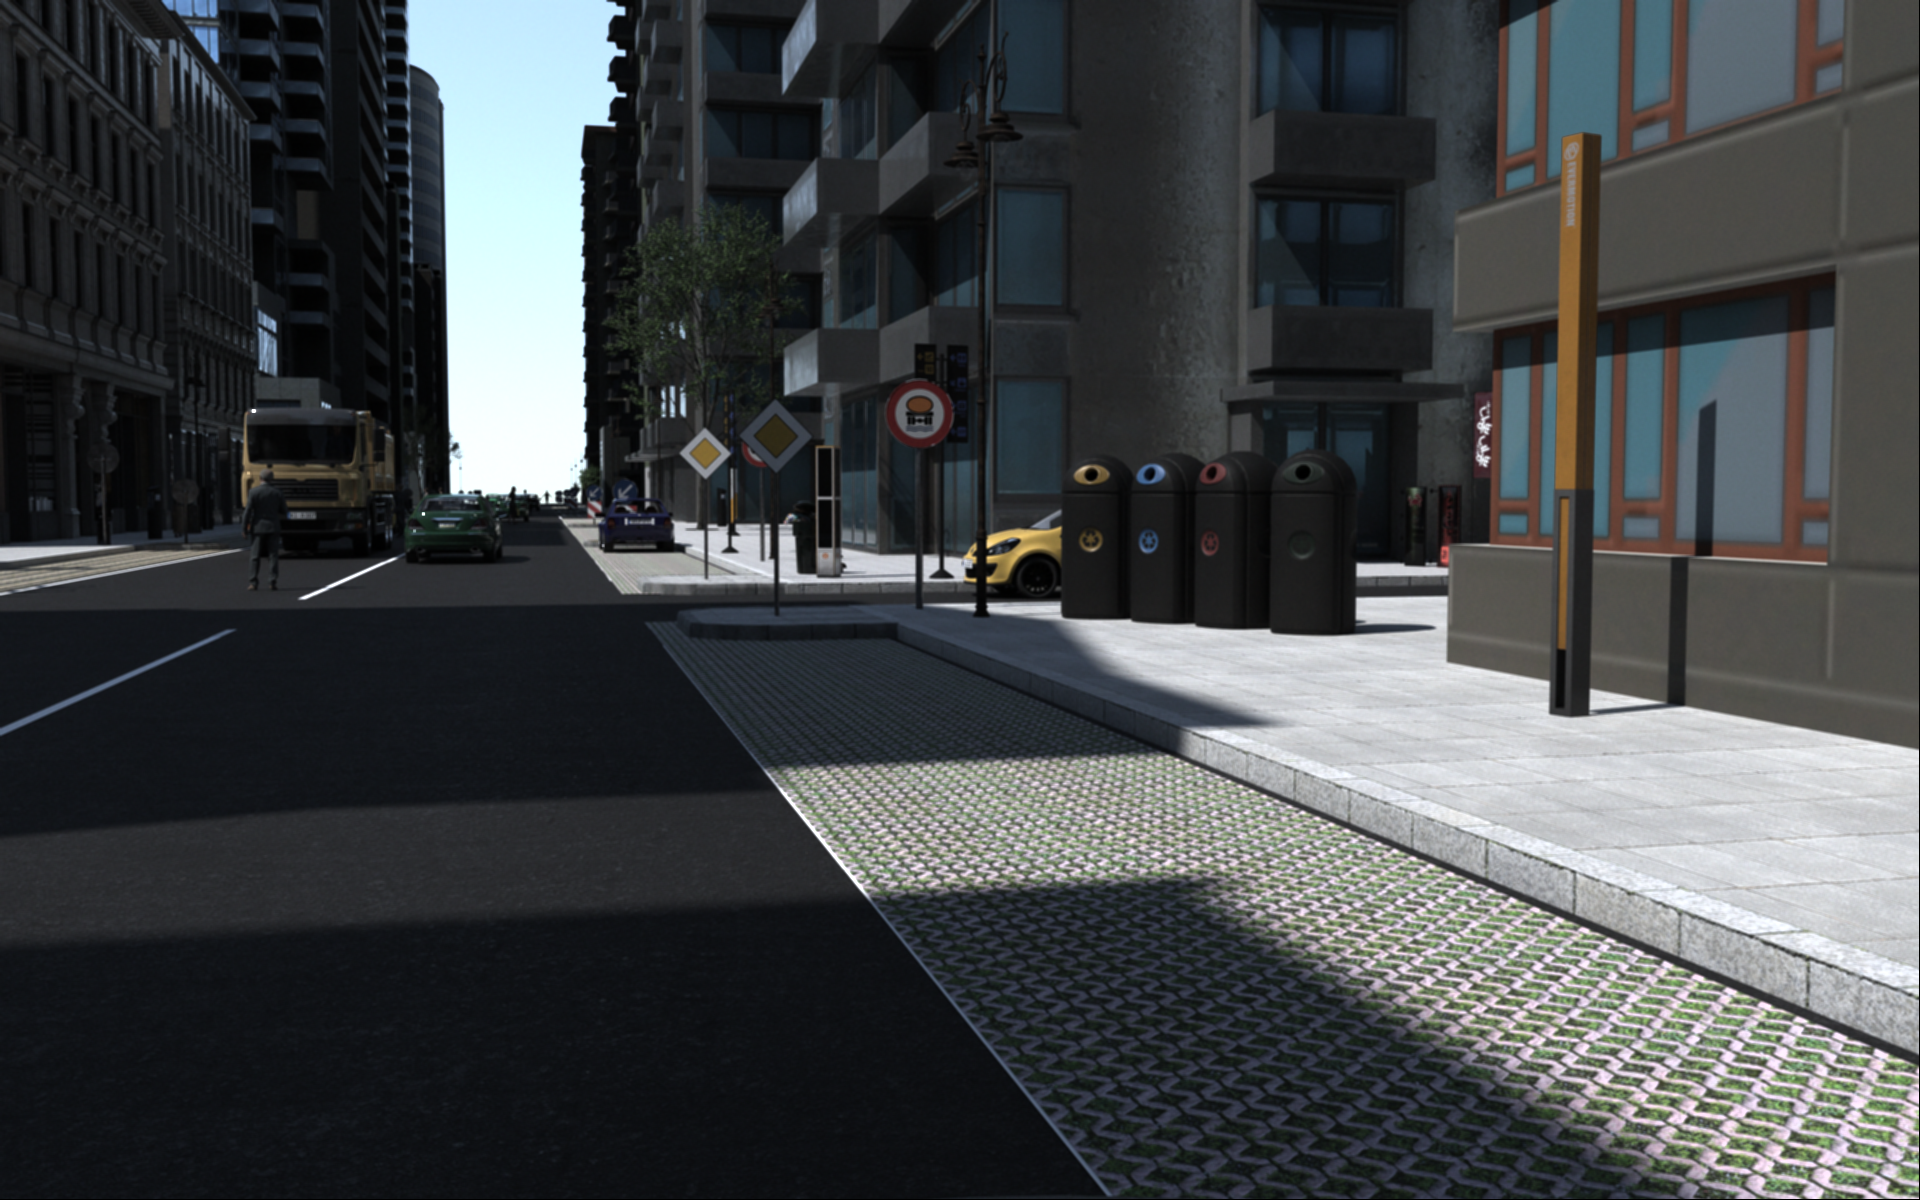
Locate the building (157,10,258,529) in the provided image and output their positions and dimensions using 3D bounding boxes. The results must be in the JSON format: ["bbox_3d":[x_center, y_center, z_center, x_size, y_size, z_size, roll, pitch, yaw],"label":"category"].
[{"bbox_3d":[-34.879,-13.507,69.988,9.793,20.994,18.267,-1,4,-14],"label":"building"}]

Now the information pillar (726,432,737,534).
[{"bbox_3d":[-7.209,-3.882,54.830,0.183,3.616,0.504,-2,4,-35],"label":"information pillar"}]

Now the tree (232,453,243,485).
[{"bbox_3d":[-28.120,-4.570,69.321,1.663,3.219,1.824,0,3,0],"label":"tree"}]

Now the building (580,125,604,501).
[{"bbox_3d":[-33.384,-33.688,205.421,22.147,44.769,28.867,-1,4,-14],"label":"building"}]

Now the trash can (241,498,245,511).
[{"bbox_3d":[-27.041,-3.327,66.055,0.748,1.137,0.748,0,3,0],"label":"trash can"}]

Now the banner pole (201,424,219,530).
[{"bbox_3d":[-26.865,-4.408,62.089,0.401,3.779,0.863,1,4,16],"label":"banner pole"}]

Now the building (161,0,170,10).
[{"bbox_3d":[-50.001,-48.535,106.214,22.319,86.520,31.000,-1,4,-14],"label":"building"}]

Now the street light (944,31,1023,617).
[{"bbox_3d":[0.224,-2.761,17.937,0.468,5.910,1.993,-1,4,-14],"label":"street light"}]

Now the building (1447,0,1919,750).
[{"bbox_3d":[20.546,-9.586,1.778,27.650,21.520,28.899,-1,4,-14],"label":"building"}]

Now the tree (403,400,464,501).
[{"bbox_3d":[-53.036,-14.428,170.311,8.767,10.594,7.601,-1,4,-13],"label":"tree"}]

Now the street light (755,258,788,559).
[{"bbox_3d":[-3.693,-3.747,34.050,0.468,5.910,1.993,-1,4,-14],"label":"street light"}]

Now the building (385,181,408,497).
[{"bbox_3d":[-56.814,-23.267,152.120,14.160,30.474,14.107,-1,4,-14],"label":"building"}]

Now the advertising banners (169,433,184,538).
[{"bbox_3d":[-23.091,-3.353,51.013,0.090,3.025,2.074,-1,4,-16],"label":"advertising banners"}]

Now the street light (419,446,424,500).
[{"bbox_3d":[-50.574,-11.609,162.586,0.468,5.910,1.993,-1,4,-14],"label":"street light"}]

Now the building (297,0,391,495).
[{"bbox_3d":[-56.271,-31.160,133.160,21.300,48.544,21.600,-1,4,-14],"label":"building"}]

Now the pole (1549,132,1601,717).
[{"bbox_3d":[3.534,-0.985,9.948,0.158,3.312,0.155,0,3,0],"label":"pole"}]

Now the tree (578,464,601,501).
[{"bbox_3d":[-39.091,-12.289,184.632,4.285,4.588,4.351,0,3,0],"label":"tree"}]

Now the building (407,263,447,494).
[{"bbox_3d":[-71.057,-26.990,212.981,14.160,30.474,14.107,-1,4,-14],"label":"building"}]

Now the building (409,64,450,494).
[{"bbox_3d":[-80.561,-42.238,232.596,21.231,58.520,28.212,-1,4,-14],"label":"building"}]

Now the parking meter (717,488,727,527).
[{"bbox_3d":[-9.391,-3.666,68.350,0.372,1.533,0.369,0,3,0],"label":"parking meter"}]

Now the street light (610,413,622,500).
[{"bbox_3d":[-19.534,-7.723,99.051,0.468,5.910,1.993,-1,4,-14],"label":"street light"}]

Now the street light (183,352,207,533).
[{"bbox_3d":[-24.834,-5.112,56.371,0.468,5.910,1.993,-1,4,-14],"label":"street light"}]

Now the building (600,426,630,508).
[{"bbox_3d":[-21.523,-51.737,158.576,22.319,86.520,31.000,-1,4,-14],"label":"building"}]

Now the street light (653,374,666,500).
[{"bbox_3d":[-11.625,-5.756,66.893,0.468,5.910,1.993,-1,4,-14],"label":"street light"}]

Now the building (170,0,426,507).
[{"bbox_3d":[-70.213,-53.556,188.314,22.319,86.520,31.000,-1,4,-14],"label":"building"}]

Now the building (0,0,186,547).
[{"bbox_3d":[-27.867,-11.633,41.105,10.553,20.767,40.483,-1,4,-14],"label":"building"}]

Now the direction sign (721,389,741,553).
[{"bbox_3d":[-5.027,-2.798,37.751,0.379,3.537,0.876,-1,4,-21],"label":"direction sign"}]

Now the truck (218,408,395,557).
[{"bbox_3d":[-15.309,-2.797,41.651,3.469,3.379,9.791,-1,4,-14],"label":"truck"}]

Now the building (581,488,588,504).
[{"bbox_3d":[-34.519,-33.061,232.427,32.217,40.220,23.993,-1,4,-14],"label":"building"}]

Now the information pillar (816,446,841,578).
[{"bbox_3d":[-2.015,-1.351,26.577,0.304,2.012,0.304,1,4,17],"label":"information pillar"}]

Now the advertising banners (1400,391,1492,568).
[{"bbox_3d":[8.489,-2.073,30.087,0.090,3.025,2.074,-2,4,-34],"label":"advertising banners"}]

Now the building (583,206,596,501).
[{"bbox_3d":[-46.759,-36.651,249.347,14.600,45.320,14.200,-1,4,-14],"label":"building"}]

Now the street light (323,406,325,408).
[{"bbox_3d":[-32.799,-7.138,89.495,0.468,5.910,1.993,-1,4,-14],"label":"street light"}]

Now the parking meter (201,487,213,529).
[{"bbox_3d":[-27.525,-3.359,63.329,0.372,1.533,0.369,0,3,0],"label":"parking meter"}]

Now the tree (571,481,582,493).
[{"bbox_3d":[-55.492,-15.612,249.855,1.663,3.219,1.824,0,3,0],"label":"tree"}]

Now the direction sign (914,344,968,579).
[{"bbox_3d":[-0.279,-2.099,26.316,0.876,3.537,0.379,-2,4,-24],"label":"direction sign"}]

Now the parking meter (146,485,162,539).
[{"bbox_3d":[-22.912,-2.499,49.267,0.372,1.533,0.369,0,3,0],"label":"parking meter"}]

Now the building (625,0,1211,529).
[{"bbox_3d":[-4.465,-28.544,86.303,23.786,49.044,30.456,-1,4,-14],"label":"building"}]

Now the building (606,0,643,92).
[{"bbox_3d":[-14.844,-29.076,130.012,22.147,44.769,28.867,-1,4,-14],"label":"building"}]

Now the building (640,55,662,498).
[{"bbox_3d":[-12.942,-20.619,108.814,14.160,30.474,14.107,-1,4,-14],"label":"building"}]

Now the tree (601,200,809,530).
[{"bbox_3d":[-9.034,-8.281,61.157,9.928,11.665,9.643,0,3,0],"label":"tree"}]

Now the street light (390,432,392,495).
[{"bbox_3d":[-42.680,-9.615,129.988,0.468,5.910,1.993,-1,4,-14],"label":"street light"}]

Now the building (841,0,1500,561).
[{"bbox_3d":[10.742,-25.879,42.723,30.456,49.044,23.786,-1,4,-14],"label":"building"}]

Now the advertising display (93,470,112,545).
[{"bbox_3d":[-21.692,-2.362,43.837,0.123,1.923,0.974,-3,5,-43],"label":"advertising display"}]
